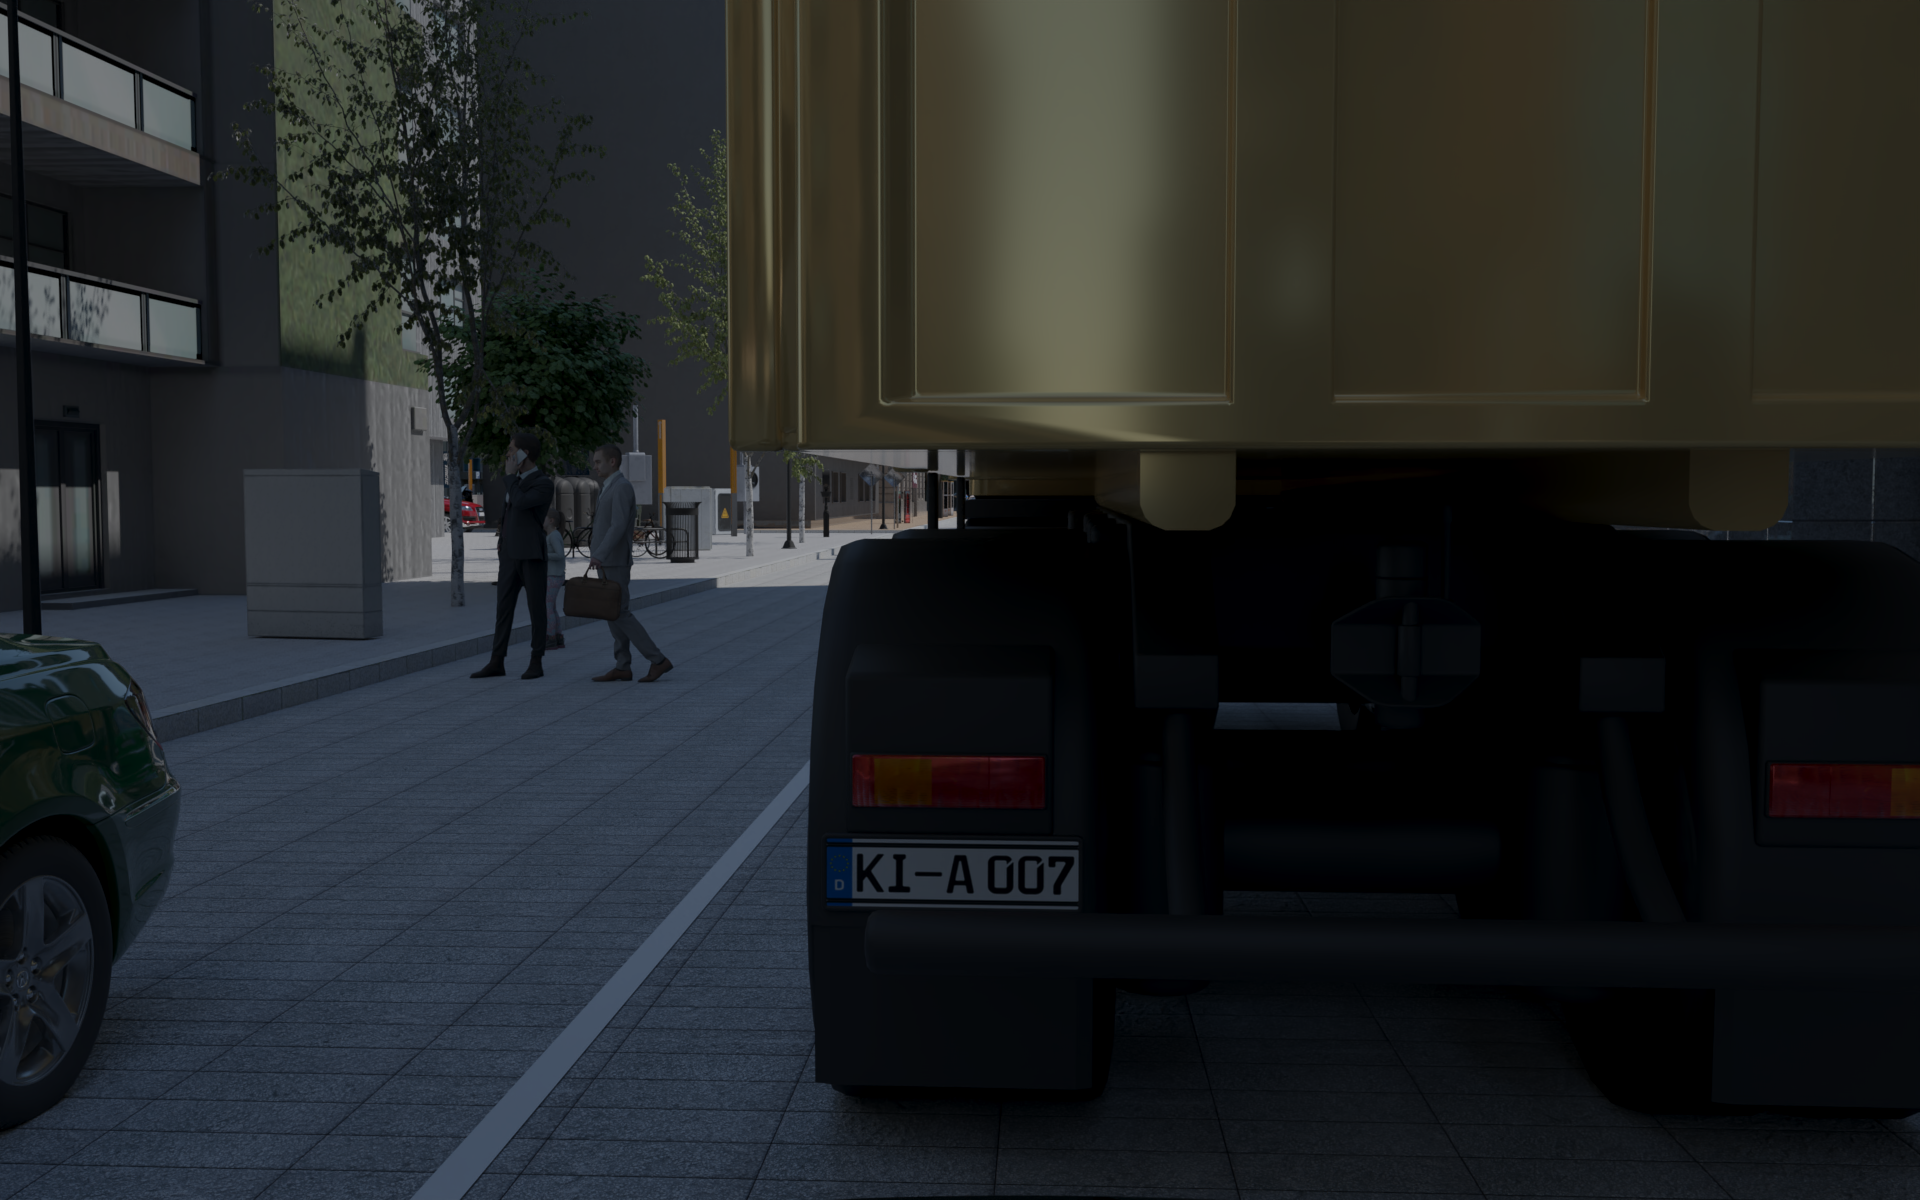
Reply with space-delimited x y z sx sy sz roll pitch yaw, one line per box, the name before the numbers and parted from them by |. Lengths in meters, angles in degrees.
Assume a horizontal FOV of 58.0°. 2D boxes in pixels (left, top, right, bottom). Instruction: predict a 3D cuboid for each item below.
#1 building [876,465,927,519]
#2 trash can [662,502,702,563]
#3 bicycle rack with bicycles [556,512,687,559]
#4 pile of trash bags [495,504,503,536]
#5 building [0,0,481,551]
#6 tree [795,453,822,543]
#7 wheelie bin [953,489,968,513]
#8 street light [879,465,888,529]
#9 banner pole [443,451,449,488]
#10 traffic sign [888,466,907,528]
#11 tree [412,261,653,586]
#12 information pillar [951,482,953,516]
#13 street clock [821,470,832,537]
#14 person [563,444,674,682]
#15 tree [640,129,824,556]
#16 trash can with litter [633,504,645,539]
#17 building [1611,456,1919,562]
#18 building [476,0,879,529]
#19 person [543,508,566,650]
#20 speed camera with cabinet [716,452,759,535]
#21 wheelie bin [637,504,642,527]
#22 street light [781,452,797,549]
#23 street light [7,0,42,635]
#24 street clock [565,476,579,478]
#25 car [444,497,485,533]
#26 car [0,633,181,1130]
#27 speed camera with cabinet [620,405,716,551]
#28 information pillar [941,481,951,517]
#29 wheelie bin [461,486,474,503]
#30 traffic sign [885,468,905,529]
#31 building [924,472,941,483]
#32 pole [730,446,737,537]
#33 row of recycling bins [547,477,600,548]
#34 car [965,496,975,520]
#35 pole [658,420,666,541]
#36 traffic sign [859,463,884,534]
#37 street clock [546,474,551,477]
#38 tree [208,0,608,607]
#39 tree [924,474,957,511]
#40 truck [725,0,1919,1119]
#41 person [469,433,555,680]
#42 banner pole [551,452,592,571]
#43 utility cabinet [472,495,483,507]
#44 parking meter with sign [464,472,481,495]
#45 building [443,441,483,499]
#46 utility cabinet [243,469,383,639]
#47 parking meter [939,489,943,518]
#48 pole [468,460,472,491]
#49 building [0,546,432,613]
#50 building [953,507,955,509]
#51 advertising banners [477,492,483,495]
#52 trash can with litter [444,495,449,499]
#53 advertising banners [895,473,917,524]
building | -7.231 -14.230 97.295 10.561 19.102 19.286 0 4 3
trash can | -5.190 -1.267 32.361 0.748 1.137 0.748 0 3 0
bicycle rack with bicycles | -6.790 -1.297 34.581 2.925 0.926 2.852 -2 4 -29
pile of trash bags | -12.658 -2.678 53.542 1.912 1.369 3.447 2 4 26
building | -21.524 -22.264 47.606 14.086 41.232 14.154 0 4 3
tree | -3.917 -5.805 45.282 4.360 8.622 3.978 0 3 0
wheelie bin | 0.044 -6.575 115.406 0.980 1.594 0.693 0 4 -1
street light | -2.247 -5.523 62.842 1.470 5.913 1.316 0 4 3
banner pole | -26.352 -6.071 89.279 0.401 3.779 0.863 2 4 26
traffic sign | -2.363 -3.995 65.431 0.768 2.556 0.104 1 4 12
tree | -6.010 -2.496 24.531 4.285 4.588 4.351 0 3 0
information pillar | -0.586 -5.977 102.221 0.304 2.012 0.304 2 4 27
street clock | -3.977 -2.868 51.461 0.358 2.002 0.471 0 4 -4
person | -2.639 -0.280 13.202 0.853 1.813 0.709 -2 4 -24
tree | -4.333 -5.188 35.180 4.737 8.622 4.395 0 3 0
trash can with litter | -8.981 -2.221 47.698 0.624 1.170 1.055 -3 5 -43
building | 11.725 -12.337 19.727 12.078 24.808 19.932 0 4 3
building | -10.220 -17.250 75.547 14.314 27.812 24.014 0 4 3
person | -3.790 -0.197 15.995 0.394 1.301 0.425 -3 5 -42
speed camera with cabinet | -7.227 -3.689 54.650 0.660 3.252 2.038 3 4 36
wheelie bin | -9.891 -2.689 51.880 0.693 1.594 0.980 1 4 12
street light | -3.474 -4.154 40.452 1.470 5.913 1.316 0 4 3
street light | -5.066 -2.308 10.282 1.470 5.913 1.316 0 4 3
street clock | -12.543 -3.148 56.034 0.358 2.002 0.471 1 4 18
car | -18.991 -3.102 59.398 5.304 1.827 2.281 0 4 2
car | -3.083 0.559 2.656 2.131 1.459 4.920 0 4 3
speed camera with cabinet | -6.672 -2.739 39.124 2.038 3.252 0.660 -1 4 -23
information pillar | -0.861 -5.647 96.812 0.304 2.012 0.304 -2 4 -25
wheelie bin | -20.530 -3.905 71.762 0.693 1.594 0.980 -2 4 -29
traffic sign | -2.389 -3.632 63.032 0.795 2.450 0.064 0 4 3
building | -9.665 -15.241 116.635 16.820 18.784 16.811 0 4 3
pole | -6.825 -3.570 52.221 0.158 3.312 0.155 0 3 0
row of recycling bins | -9.589 -2.118 41.746 1.069 1.692 3.534 1 4 11
car | 1.204 -5.303 99.070 2.083 1.381 4.827 0 4 2
pole | -8.196 -3.291 47.650 0.158 3.312 0.155 0 3 0
traffic sign | -2.810 -3.145 55.058 0.795 2.450 0.064 0 4 3
street clock | -14.871 -3.563 62.826 0.358 2.002 0.471 2 4 33
tree | -5.814 -4.218 19.323 4.360 8.622 3.978 0 3 0
tree | -0.076 -13.169 132.317 9.611 12.733 9.660 0 3 0
truck | 1.167 -0.719 7.674 3.469 3.379 9.791 0 4 4
person | -3.442 -0.341 13.443 0.648 1.900 0.474 2 4 34
banner pole | -6.561 -2.376 28.857 0.863 3.779 0.401 0 4 5
utility cabinet | -33.020 -6.605 119.145 1.020 1.237 0.306 0 4 4
parking meter with sign | -37.796 -8.387 133.383 0.543 3.016 1.738 3 5 42
building | -53.128 -35.558 205.075 21.600 48.544 21.300 0 4 3
utility cabinet | -5.736 -0.410 15.382 1.173 1.500 0.318 1 4 14
parking meter | -1.094 -5.078 91.440 0.372 1.533 0.369 0 3 0
pole | -29.008 -6.653 102.621 0.158 3.312 0.155 0 3 0
building | -15.609 -20.534 19.331 14.154 41.232 14.086 0 4 3
building | -9.993 -30.471 152.817 22.147 44.769 28.867 0 4 3
advertising banners | -37.084 -8.485 134.918 2.074 3.025 0.090 3 5 44
trash can with litter | -26.170 -4.664 87.318 2.233 1.210 1.678 2 4 28
advertising banners | -2.326 -4.853 75.541 0.090 3.025 2.074 2 4 29
